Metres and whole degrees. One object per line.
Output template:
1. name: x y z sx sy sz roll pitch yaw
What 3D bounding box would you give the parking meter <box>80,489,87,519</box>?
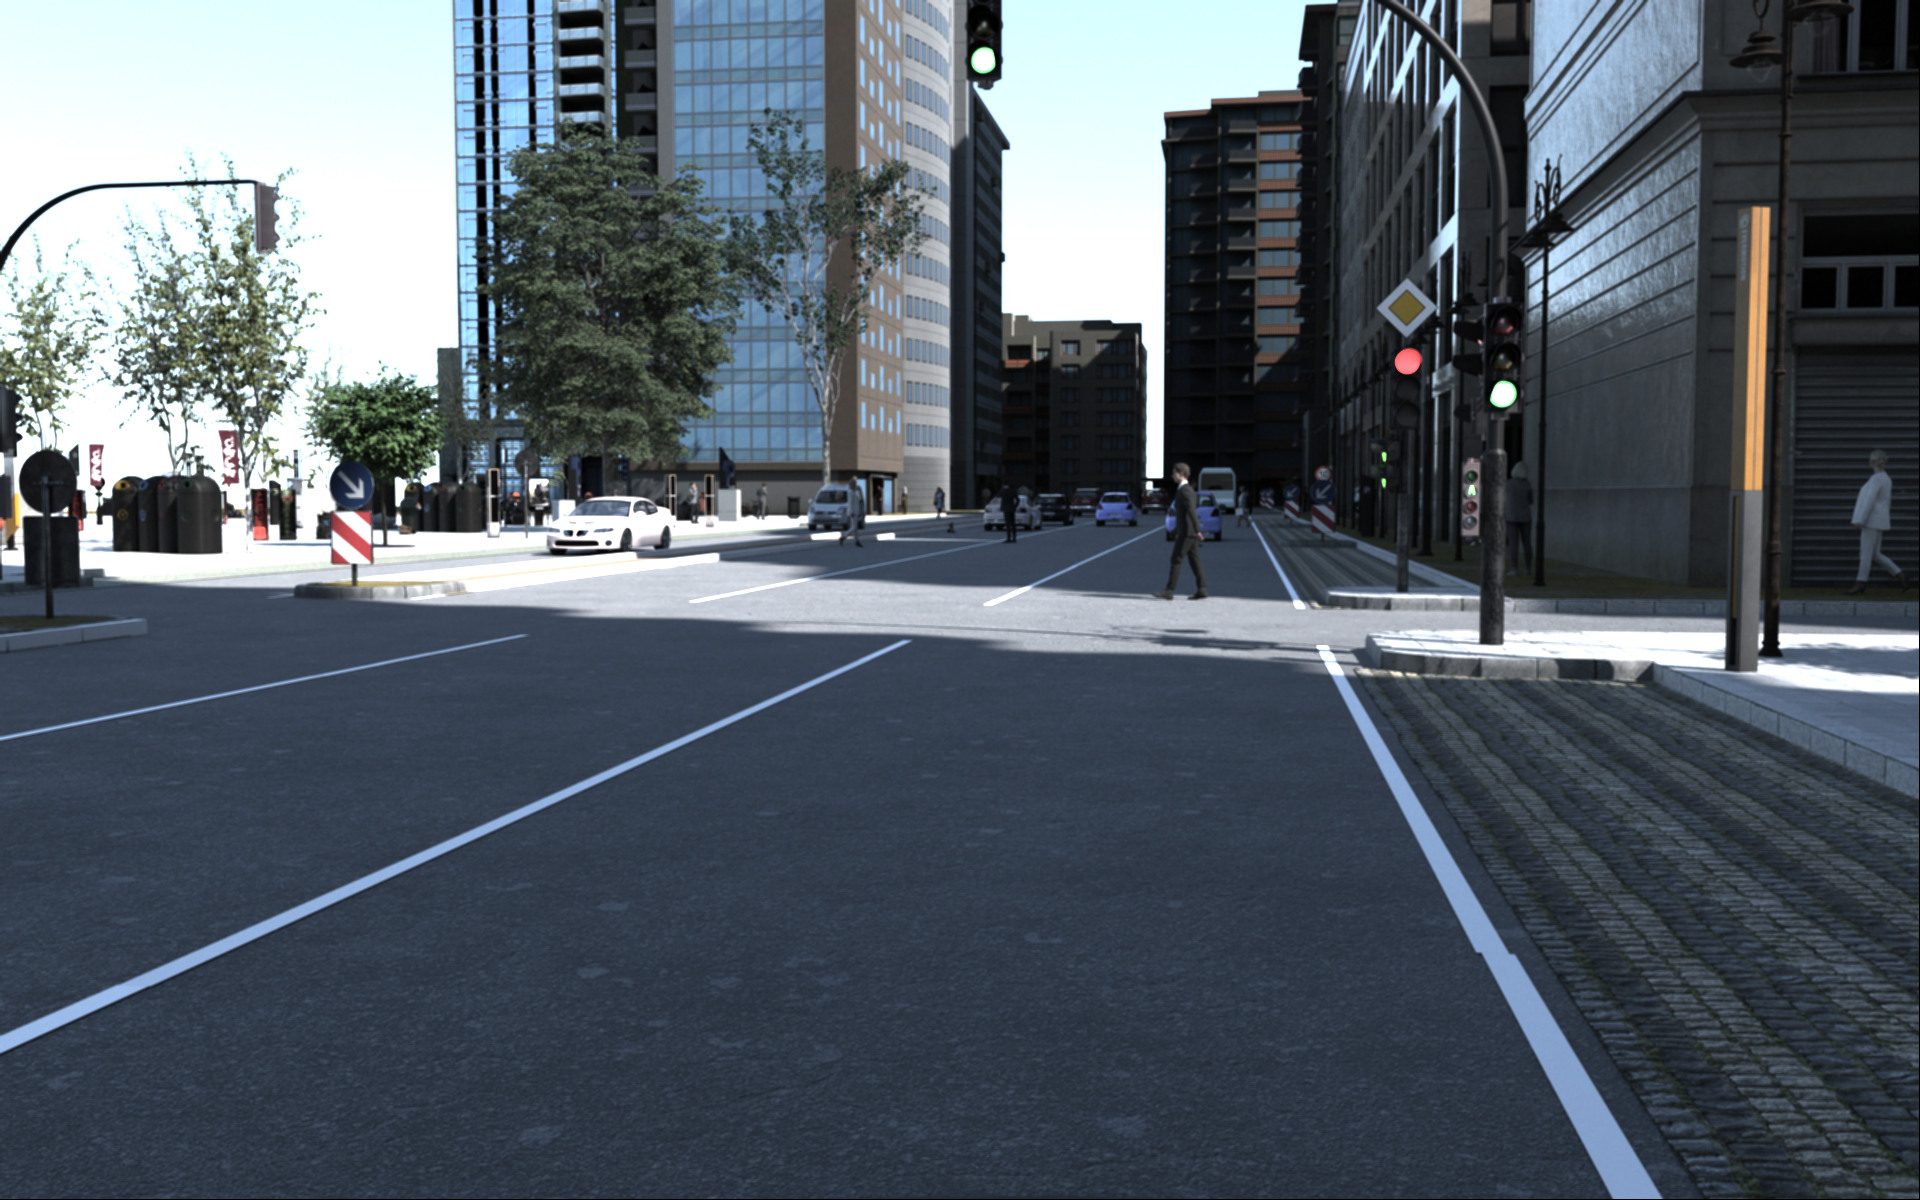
1. parking meter: -45.614 -4.993 90.038 0.372 1.533 0.369 0 3 0

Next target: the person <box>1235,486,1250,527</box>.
1. person: 12.167 -4.014 74.478 0.624 1.780 0.694 2 4 35

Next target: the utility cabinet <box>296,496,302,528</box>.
1. utility cabinet: -24.866 -3.313 65.323 0.306 1.237 1.020 3 5 40

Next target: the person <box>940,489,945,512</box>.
1. person: -1.271 -6.957 121.256 0.415 1.643 0.593 1 4 19

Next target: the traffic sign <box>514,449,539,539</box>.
1. traffic sign: -12.400 -3.021 49.500 0.768 2.556 0.104 1 4 13

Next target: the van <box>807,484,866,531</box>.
1. van: -4.939 -3.821 69.489 2.013 2.044 4.112 1 4 9

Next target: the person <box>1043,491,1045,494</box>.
1. person: 8.214 -9.652 167.105 1.217 1.735 0.721 -3 4 -39

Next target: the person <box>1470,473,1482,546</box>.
1. person: 12.848 -2.261 42.864 0.661 1.843 0.795 2 4 30

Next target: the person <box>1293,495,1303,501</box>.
1. person: 23.757 -7.078 122.447 1.217 1.739 0.721 0 4 -6

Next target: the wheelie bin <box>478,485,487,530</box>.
1. wheelie bin: -17.211 -3.304 61.929 0.980 1.594 0.693 -2 4 -31

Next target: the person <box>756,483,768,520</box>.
1. person: -9.732 -4.858 85.277 0.655 1.846 0.447 2 4 35

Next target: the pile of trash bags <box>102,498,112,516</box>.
1. pile of trash bags: -49.970 -5.749 103.743 1.912 1.369 3.447 0 4 3

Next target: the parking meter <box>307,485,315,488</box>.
1. parking meter: -36.470 -5.605 97.359 0.399 1.863 0.255 2 4 25

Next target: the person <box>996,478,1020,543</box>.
1. person: 1.403 -2.639 51.011 0.648 1.900 0.474 -2 4 -31

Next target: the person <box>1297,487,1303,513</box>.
1. person: 22.746 -6.686 115.872 0.721 1.766 1.217 1 4 22

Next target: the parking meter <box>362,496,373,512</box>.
1. parking meter: -18.893 -3.028 55.214 0.255 1.863 0.399 -2 4 -32

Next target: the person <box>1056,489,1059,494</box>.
1. person: 6.991 -7.046 123.692 0.705 1.826 1.348 1 4 22

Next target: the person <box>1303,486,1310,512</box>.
1. person: 24.159 -7.038 121.059 0.705 1.831 1.348 2 4 27

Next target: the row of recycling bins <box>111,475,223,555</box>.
1. row of recycling bins: -17.353 -1.884 37.912 3.534 1.692 1.069 3 4 36

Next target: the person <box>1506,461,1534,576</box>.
1. person: 8.796 -1.296 27.414 0.537 1.800 0.526 1 4 16

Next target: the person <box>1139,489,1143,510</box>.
1. person: 16.778 -9.308 160.310 0.705 1.869 1.348 1 4 18

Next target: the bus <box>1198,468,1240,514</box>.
1. bus: 19.120 -8.138 127.914 2.948 3.499 13.247 1 4 10

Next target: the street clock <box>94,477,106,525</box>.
1. street clock: -35.508 -4.090 71.436 0.358 2.002 0.471 2 4 35

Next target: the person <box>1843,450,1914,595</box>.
1. person: 11.683 -0.982 21.981 0.818 1.842 0.514 1 4 21

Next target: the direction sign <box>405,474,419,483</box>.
1. direction sign: -28.118 -5.917 88.735 0.379 3.537 0.876 3 4 39

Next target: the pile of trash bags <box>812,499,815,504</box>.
1. pile of trash bags: -7.582 -5.498 99.644 1.912 1.369 3.447 -1 4 -16

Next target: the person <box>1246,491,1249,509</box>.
1. person: 27.960 -9.728 168.285 0.721 1.736 1.217 1 4 9

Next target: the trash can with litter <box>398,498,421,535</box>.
1. trash can with litter: -17.502 -2.670 55.040 0.624 1.170 1.055 -1 4 -9

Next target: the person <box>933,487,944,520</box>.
1. person: -1.210 -5.323 95.626 0.616 1.811 0.778 -1 4 -21

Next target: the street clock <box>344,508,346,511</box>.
1. street clock: -37.030 -6.083 104.022 0.358 2.002 0.471 0 4 1

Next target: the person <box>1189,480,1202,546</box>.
1. person: 6.321 -2.379 47.415 0.654 1.822 0.581 1 4 15

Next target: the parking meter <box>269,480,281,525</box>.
1. parking meter: -28.233 -4.009 71.257 0.399 1.863 0.255 3 5 44

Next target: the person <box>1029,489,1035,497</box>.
1. person: 7.055 -10.282 174.087 0.705 1.831 1.348 -3 5 -41

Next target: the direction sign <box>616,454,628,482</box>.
1. direction sign: -19.407 -6.544 98.989 0.876 3.537 0.379 0 4 8

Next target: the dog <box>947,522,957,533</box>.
1. dog: -0.256 -2.678 63.978 0.550 0.427 0.748 2 4 32

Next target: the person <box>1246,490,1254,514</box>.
1. person: 20.325 -6.879 121.692 0.721 1.735 1.217 3 4 36

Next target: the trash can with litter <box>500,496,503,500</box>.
1. trash can with litter: -23.925 -4.739 88.873 1.055 1.170 0.624 -3 5 -44

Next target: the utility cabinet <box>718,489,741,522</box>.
1. utility cabinet: -10.594 -4.340 79.634 1.173 1.500 0.318 2 4 35

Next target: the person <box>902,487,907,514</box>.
1. person: -3.620 -6.355 110.684 0.721 1.736 1.217 0 4 -4

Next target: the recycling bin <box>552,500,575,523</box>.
1. recycling bin: -16.252 -3.573 70.974 0.722 1.027 0.722 -3 5 -40

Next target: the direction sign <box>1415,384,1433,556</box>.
1. direction sign: 9.679 -2.692 36.008 0.379 3.537 0.876 1 4 12

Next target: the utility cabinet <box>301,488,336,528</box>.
1. utility cabinet: -23.678 -3.382 63.976 1.173 1.500 0.318 -2 4 -24

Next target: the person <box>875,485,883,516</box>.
1. person: -4.767 -5.887 102.311 0.705 1.821 1.348 -1 4 -16

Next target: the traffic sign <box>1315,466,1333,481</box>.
1. traffic sign: 16.380 -4.766 78.033 0.768 2.556 0.104 1 4 10

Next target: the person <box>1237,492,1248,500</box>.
1. person: 26.816 -9.603 165.474 1.348 1.831 0.705 1 4 17

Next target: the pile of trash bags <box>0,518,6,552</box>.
1. pile of trash bags: -22.758 -1.742 38.231 3.447 1.369 1.912 0 4 -1

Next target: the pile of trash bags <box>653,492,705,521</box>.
1. pile of trash bags: -13.292 -4.482 83.031 3.447 1.369 1.912 2 4 31

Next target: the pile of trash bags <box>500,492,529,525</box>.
1. pile of trash bags: -19.657 -3.798 71.846 3.447 1.369 1.912 -1 4 -14

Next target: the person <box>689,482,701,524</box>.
1. person: -11.463 -4.197 74.844 0.473 1.802 0.592 2 4 29

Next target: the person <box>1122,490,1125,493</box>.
1. person: 15.123 -9.304 160.616 0.705 1.824 1.348 -3 5 -45

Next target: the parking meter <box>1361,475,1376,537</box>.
1. parking meter: 12.273 -2.832 52.020 0.399 1.863 0.255 2 4 34

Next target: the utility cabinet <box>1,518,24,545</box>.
1. utility cabinet: -23.520 -2.128 43.465 0.318 1.500 1.173 1 4 23

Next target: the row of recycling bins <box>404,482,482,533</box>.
1. row of recycling bins: -17.367 -3.123 58.178 3.534 1.692 1.069 2 4 35

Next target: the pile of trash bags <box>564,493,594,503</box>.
1. pile of trash bags: -21.305 -5.359 97.373 1.912 1.369 3.447 0 4 5
